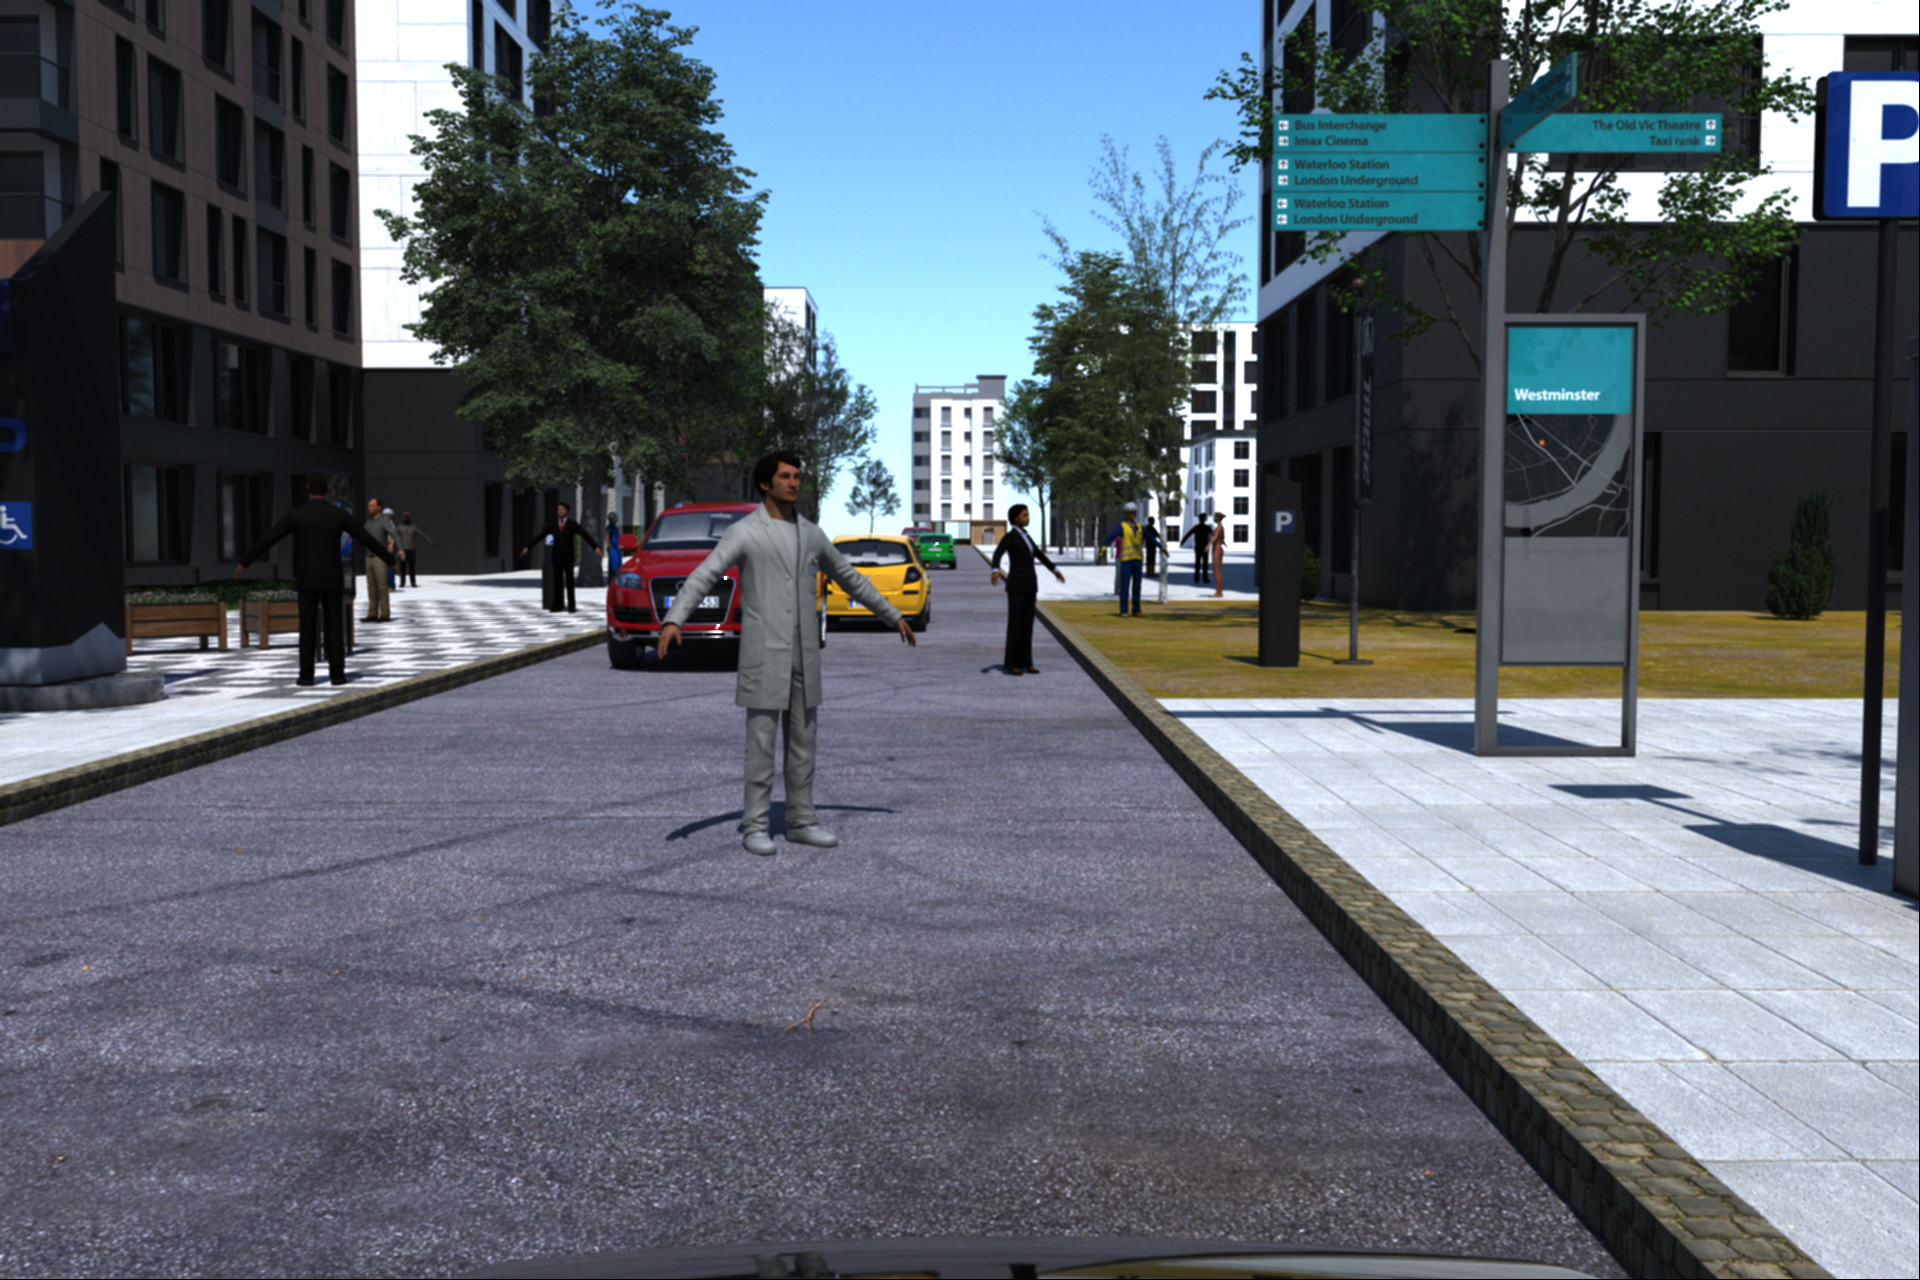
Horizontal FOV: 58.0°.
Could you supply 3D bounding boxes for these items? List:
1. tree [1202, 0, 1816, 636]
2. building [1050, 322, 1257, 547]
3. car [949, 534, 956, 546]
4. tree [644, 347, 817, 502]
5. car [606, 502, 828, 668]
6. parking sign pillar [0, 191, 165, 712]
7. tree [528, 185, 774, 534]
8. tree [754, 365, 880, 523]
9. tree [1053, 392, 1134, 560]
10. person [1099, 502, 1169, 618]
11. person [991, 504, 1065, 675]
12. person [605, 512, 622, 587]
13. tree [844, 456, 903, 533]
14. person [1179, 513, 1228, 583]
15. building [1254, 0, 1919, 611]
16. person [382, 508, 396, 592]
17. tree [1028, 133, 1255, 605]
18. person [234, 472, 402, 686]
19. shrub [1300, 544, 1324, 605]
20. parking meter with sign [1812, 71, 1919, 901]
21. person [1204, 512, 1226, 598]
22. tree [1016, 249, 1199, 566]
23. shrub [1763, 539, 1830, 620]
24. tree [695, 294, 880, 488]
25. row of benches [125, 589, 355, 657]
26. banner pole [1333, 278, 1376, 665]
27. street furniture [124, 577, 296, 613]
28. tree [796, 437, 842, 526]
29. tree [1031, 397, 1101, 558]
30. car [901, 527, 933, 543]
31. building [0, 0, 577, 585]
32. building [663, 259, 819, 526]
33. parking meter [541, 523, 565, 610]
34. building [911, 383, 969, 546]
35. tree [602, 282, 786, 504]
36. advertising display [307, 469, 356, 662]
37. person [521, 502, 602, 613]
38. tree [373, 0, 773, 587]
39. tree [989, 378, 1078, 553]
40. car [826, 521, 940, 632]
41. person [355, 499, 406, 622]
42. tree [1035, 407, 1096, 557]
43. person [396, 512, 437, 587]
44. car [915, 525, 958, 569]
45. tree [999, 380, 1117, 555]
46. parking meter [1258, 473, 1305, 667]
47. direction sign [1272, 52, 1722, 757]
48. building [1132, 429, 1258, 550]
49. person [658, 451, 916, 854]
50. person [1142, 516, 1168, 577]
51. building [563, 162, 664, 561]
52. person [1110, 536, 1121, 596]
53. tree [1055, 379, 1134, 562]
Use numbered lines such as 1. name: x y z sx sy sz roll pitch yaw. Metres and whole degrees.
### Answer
1. tree: 6.949 -5.872 21.771 9.928 11.665 9.643 0 3 0
2. building: 23.332 -20.754 183.303 27.936 21.610 32.646 0 4 0
3. car: -1.239 -6.839 120.617 1.959 1.807 4.718 0 4 0
4. tree: -9.890 -8.627 75.472 8.767 10.594 7.601 -3 5 -44
5. car: -2.713 -0.705 20.203 2.281 1.827 5.304 0 4 0
6. parking sign pillar: -6.851 -1.504 13.068 1.447 3.967 1.447 0 3 0
7. tree: -9.169 -7.682 51.359 9.928 11.665 9.643 0 3 0
8. tree: -8.913 -10.970 105.115 9.928 11.665 9.643 0 3 0
9. tree: 6.172 -8.201 84.450 4.737 8.622 4.395 0 3 0
10. person: 2.662 -1.229 26.550 1.216 1.772 0.721 -2 4 -24
11. person: 0.681 -0.517 17.628 0.721 1.740 1.216 3 4 37
12. person: -8.403 -2.202 42.130 0.704 1.817 1.347 0 4 6
13. tree: -10.297 -16.639 206.462 7.601 10.594 8.767 0 4 -6
14. person: 6.355 -2.416 45.431 1.347 1.837 0.705 2 4 28
15. building: 21.198 -12.262 44.466 27.936 21.610 32.646 0 3 0
16. person: -12.609 -1.975 38.147 0.705 1.847 1.347 -2 4 -30
17. tree: 3.923 -4.954 31.367 4.360 8.622 3.978 0 3 0
18. person: -5.435 -0.518 14.700 1.346 1.802 0.704 -1 4 -22
19. shrub: 6.143 -1.251 31.568 1.383 1.207 1.383 0 3 0
20. parking meter with sign: 3.533 -0.585 5.818 0.543 3.016 1.738 0 4 0
21. person: 5.155 -1.733 35.135 0.721 1.733 1.217 1 4 21
22. tree: 5.929 -9.269 69.681 7.486 12.596 7.792 0 3 0
23. shrub: 12.502 -0.903 25.873 1.383 1.207 1.383 0 3 0
24. tree: -9.286 -10.978 89.856 12.009 13.543 11.850 0 3 0
25. row of benches: -8.501 -0.200 18.732 4.104 0.672 1.422 -3 5 -43
26. banner pole: 3.901 -1.639 16.812 0.401 3.779 0.863 0 4 -1
27. street furniture: -15.528 -0.820 29.042 10.072 0.657 5.734 -3 4 -36
28. tree: -9.565 -10.138 116.123 4.360 8.622 3.978 0 3 0
29. tree: 6.413 -8.631 91.473 4.360 8.622 3.978 0 3 0
30. car: -2.210 -4.982 90.130 2.281 1.827 5.304 0 4 0
31. building: -28.968 -12.665 51.055 27.936 21.610 32.646 0 4 0
32. building: -26.699 -18.182 141.253 27.936 21.610 32.646 0 4 0
33. parking meter: -6.930 -1.289 29.490 0.372 1.533 0.369 0 3 0
34. building: -5.578 -21.485 210.162 11.380 20.090 16.016 0 4 5
35. tree: -9.947 -8.420 63.419 9.928 11.665 9.643 0 3 0
36. advertising display: -6.416 -0.765 17.718 0.123 1.923 0.974 0 4 1
37. person: -6.487 -1.352 28.293 1.347 1.806 0.705 0 4 3
38. tree: -8.996 -8.264 41.770 9.857 13.997 8.962 0 3 0
39. tree: 5.481 -11.636 116.008 9.928 11.665 9.643 0 3 0
40. car: -1.324 -1.016 26.831 2.015 1.641 3.980 0 4 0
41. person: -8.506 -1.157 25.196 1.348 1.796 0.705 2 4 30
42. tree: 6.081 -9.035 98.085 4.360 8.622 3.978 0 3 0
43. person: -13.292 -2.173 41.657 1.348 1.813 0.705 -1 4 -19
44. car: -1.059 -3.830 71.417 1.959 1.807 4.718 0 4 -1
45. tree: 5.991 -10.449 105.252 8.767 10.594 7.601 2 4 27
46. parking meter: 3.108 -0.675 16.744 0.399 1.863 0.255 0 4 -2
47. direction sign: 3.033 -1.259 9.340 2.525 3.948 1.411 0 4 0
48. building: 21.175 -12.896 152.998 9.099 9.664 28.070 0 3 0
49. person: -0.803 0.046 7.892 1.347 1.806 0.705 -3 4 -37
50. person: 5.738 -2.790 51.760 0.704 1.812 1.346 -2 4 -28
51. building: -26.643 -13.774 91.671 16.747 18.905 31.486 0 4 -1
52. person: 3.400 -1.648 36.213 0.599 1.433 0.991 2 4 34
53. tree: 6.176 -7.839 78.537 4.360 8.622 3.978 0 3 0
